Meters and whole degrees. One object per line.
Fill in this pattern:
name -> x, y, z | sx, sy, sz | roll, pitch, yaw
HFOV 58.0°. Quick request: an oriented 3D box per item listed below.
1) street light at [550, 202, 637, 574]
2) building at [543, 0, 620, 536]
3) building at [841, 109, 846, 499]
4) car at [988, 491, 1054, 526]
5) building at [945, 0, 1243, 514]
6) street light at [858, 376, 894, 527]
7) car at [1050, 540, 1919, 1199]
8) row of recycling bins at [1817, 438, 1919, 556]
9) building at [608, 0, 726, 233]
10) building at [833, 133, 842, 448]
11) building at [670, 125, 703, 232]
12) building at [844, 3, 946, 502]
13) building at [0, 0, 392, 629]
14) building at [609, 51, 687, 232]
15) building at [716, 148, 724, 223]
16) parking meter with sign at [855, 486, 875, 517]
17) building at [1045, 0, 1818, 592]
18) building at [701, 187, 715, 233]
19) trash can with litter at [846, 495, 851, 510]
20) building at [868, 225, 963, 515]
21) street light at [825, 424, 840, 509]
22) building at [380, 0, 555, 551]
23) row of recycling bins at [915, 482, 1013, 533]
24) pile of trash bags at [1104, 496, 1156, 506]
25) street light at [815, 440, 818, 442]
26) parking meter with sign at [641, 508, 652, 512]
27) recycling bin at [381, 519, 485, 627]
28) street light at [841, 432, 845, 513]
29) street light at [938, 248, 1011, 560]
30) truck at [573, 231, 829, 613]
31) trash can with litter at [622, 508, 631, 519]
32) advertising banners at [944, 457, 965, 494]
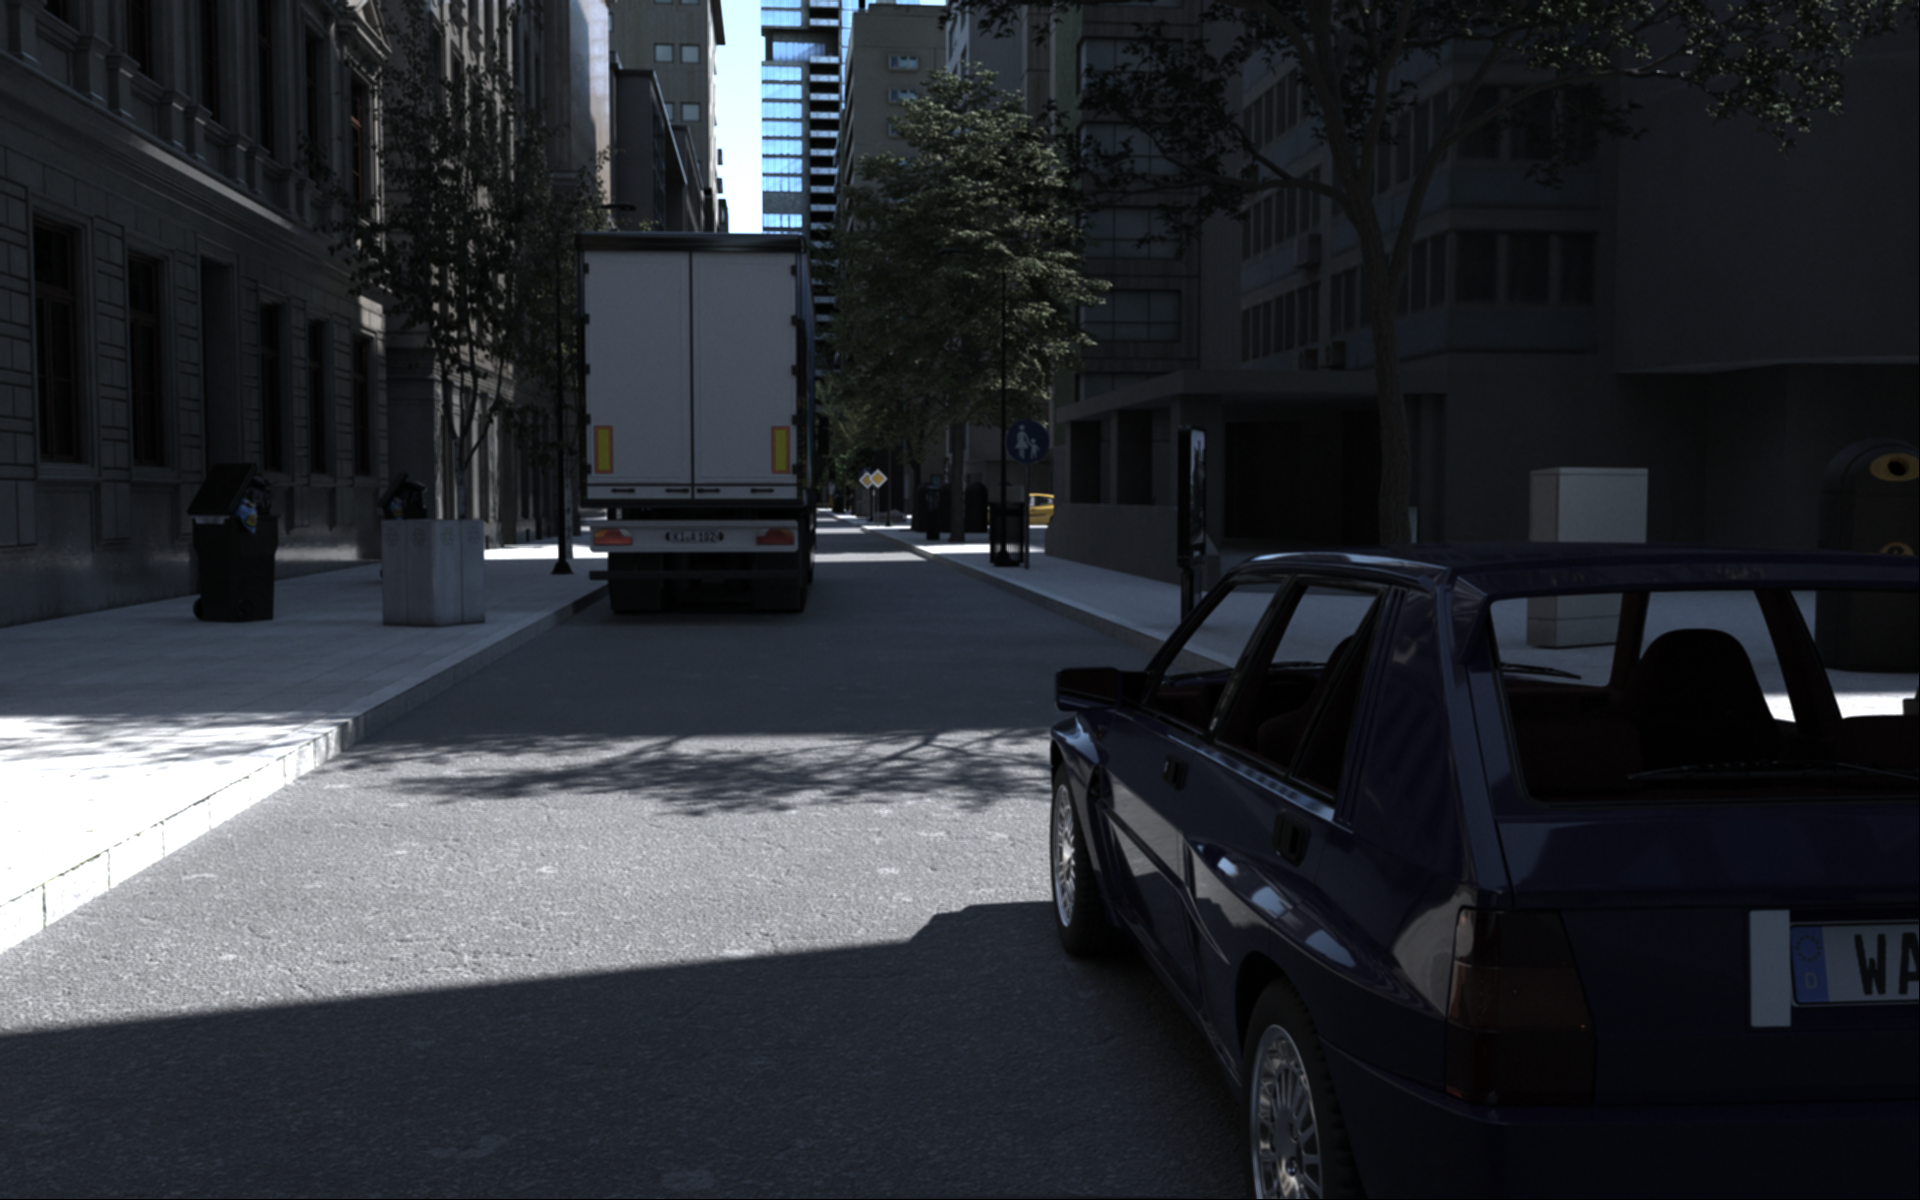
street light -> -5.849, -3.373, 27.688 | 1.470, 5.913, 1.316 | 0, 4, -6
building -> -21.883, -16.596, 57.250 | 20.117, 28.700, 13.634 | 0, 4, -6
building -> -5.907, -30.843, 187.881 | 14.154, 41.232, 14.086 | 0, 4, -6
car -> 2.661, -3.884, 73.724 | 3.980, 1.641, 2.015 | 0, 4, -5
building -> 6.828, -24.582, 85.514 | 14.086, 41.232, 14.154 | 0, 4, -6
street light -> -3.335, -5.841, 68.043 | 1.470, 5.913, 1.316 | 0, 4, -6
car -> 1.272, 0.506, 4.306 | 1.945, 1.354, 3.894 | 0, 4, -5
row of recycling bins -> 7.783, -0.293, 11.899 | 3.534, 1.692, 1.069 | 3, 5, 41
building -> -38.358, -35.862, 175.580 | 28.713, 52.752, 27.495 | 0, 4, -6
building -> -3.897, -36.122, 210.206 | 23.786, 49.044, 30.456 | 0, 4, -6
building -> -25.065, -19.831, 117.741 | 14.314, 27.812, 24.014 | 0, 4, -6
building -> -0.214, -33.411, 169.972 | 21.300, 48.544, 21.600 | 0, 4, -6
building -> -14.766, -11.357, 21.843 | 11.583, 22.565, 21.152 | 0, 4, -6
building -> -22.223, -16.618, 90.763 | 14.314, 24.678, 30.058 | 0, 4, -6
building -> -43.895, -36.043, 208.904 | 30.456, 49.044, 23.786 | 0, 4, -6
parking meter with sign -> -5.030, -6.097, 95.951 | 1.738, 3.016, 0.543 | 3, 4, 36
building -> 18.530, -20.682, 30.025 | 32.217, 40.220, 23.993 | 0, 4, -6
building -> -29.293, -23.498, 155.897 | 14.160, 30.474, 14.107 | 0, 4, -6
trash can with litter -> -8.719, -7.789, 138.734 | 0.624, 1.170, 1.055 | -1, 4, -21
building -> 8.041, -17.014, 123.221 | 27.650, 21.520, 28.899 | 0, 4, -6
street light -> -8.327, -8.709, 114.936 | 1.470, 5.913, 1.316 | 0, 4, -6
building -> -15.794, -11.773, 41.644 | 9.793, 20.994, 18.267 | 0, 4, -6
row of recycling bins -> 0.170, -3.098, 57.759 | 3.534, 1.692, 1.069 | 1, 4, 19
pile of trash bags -> 4.919, -2.076, 43.689 | 3.447, 1.369, 1.912 | 1, 4, 11
street light -> -12.074, -10.855, 150.014 | 1.470, 5.913, 1.316 | 0, 4, -6
parking meter with sign -> -9.800, -3.484, 53.218 | 0.543, 3.016, 1.738 | 0, 4, 7
recycling bin -> -5.196, -0.278, 17.094 | 0.722, 1.027, 0.722 | 2, 4, 26
street light -> -4.628, -6.561, 79.811 | 1.470, 5.913, 1.316 | 0, 4, -6
street light -> 0.290, -3.695, 32.951 | 1.470, 5.913, 1.316 | 0, 4, -6
truck -> -3.270, -2.156, 24.171 | 2.839, 4.237, 11.283 | 0, 4, -4
trash can with litter -> -10.153, -2.476, 51.863 | 1.055, 1.170, 0.624 | -1, 4, -19
advertising banners -> -0.283, -5.246, 81.954 | 0.090, 3.025, 2.074 | -2, 4, -27
